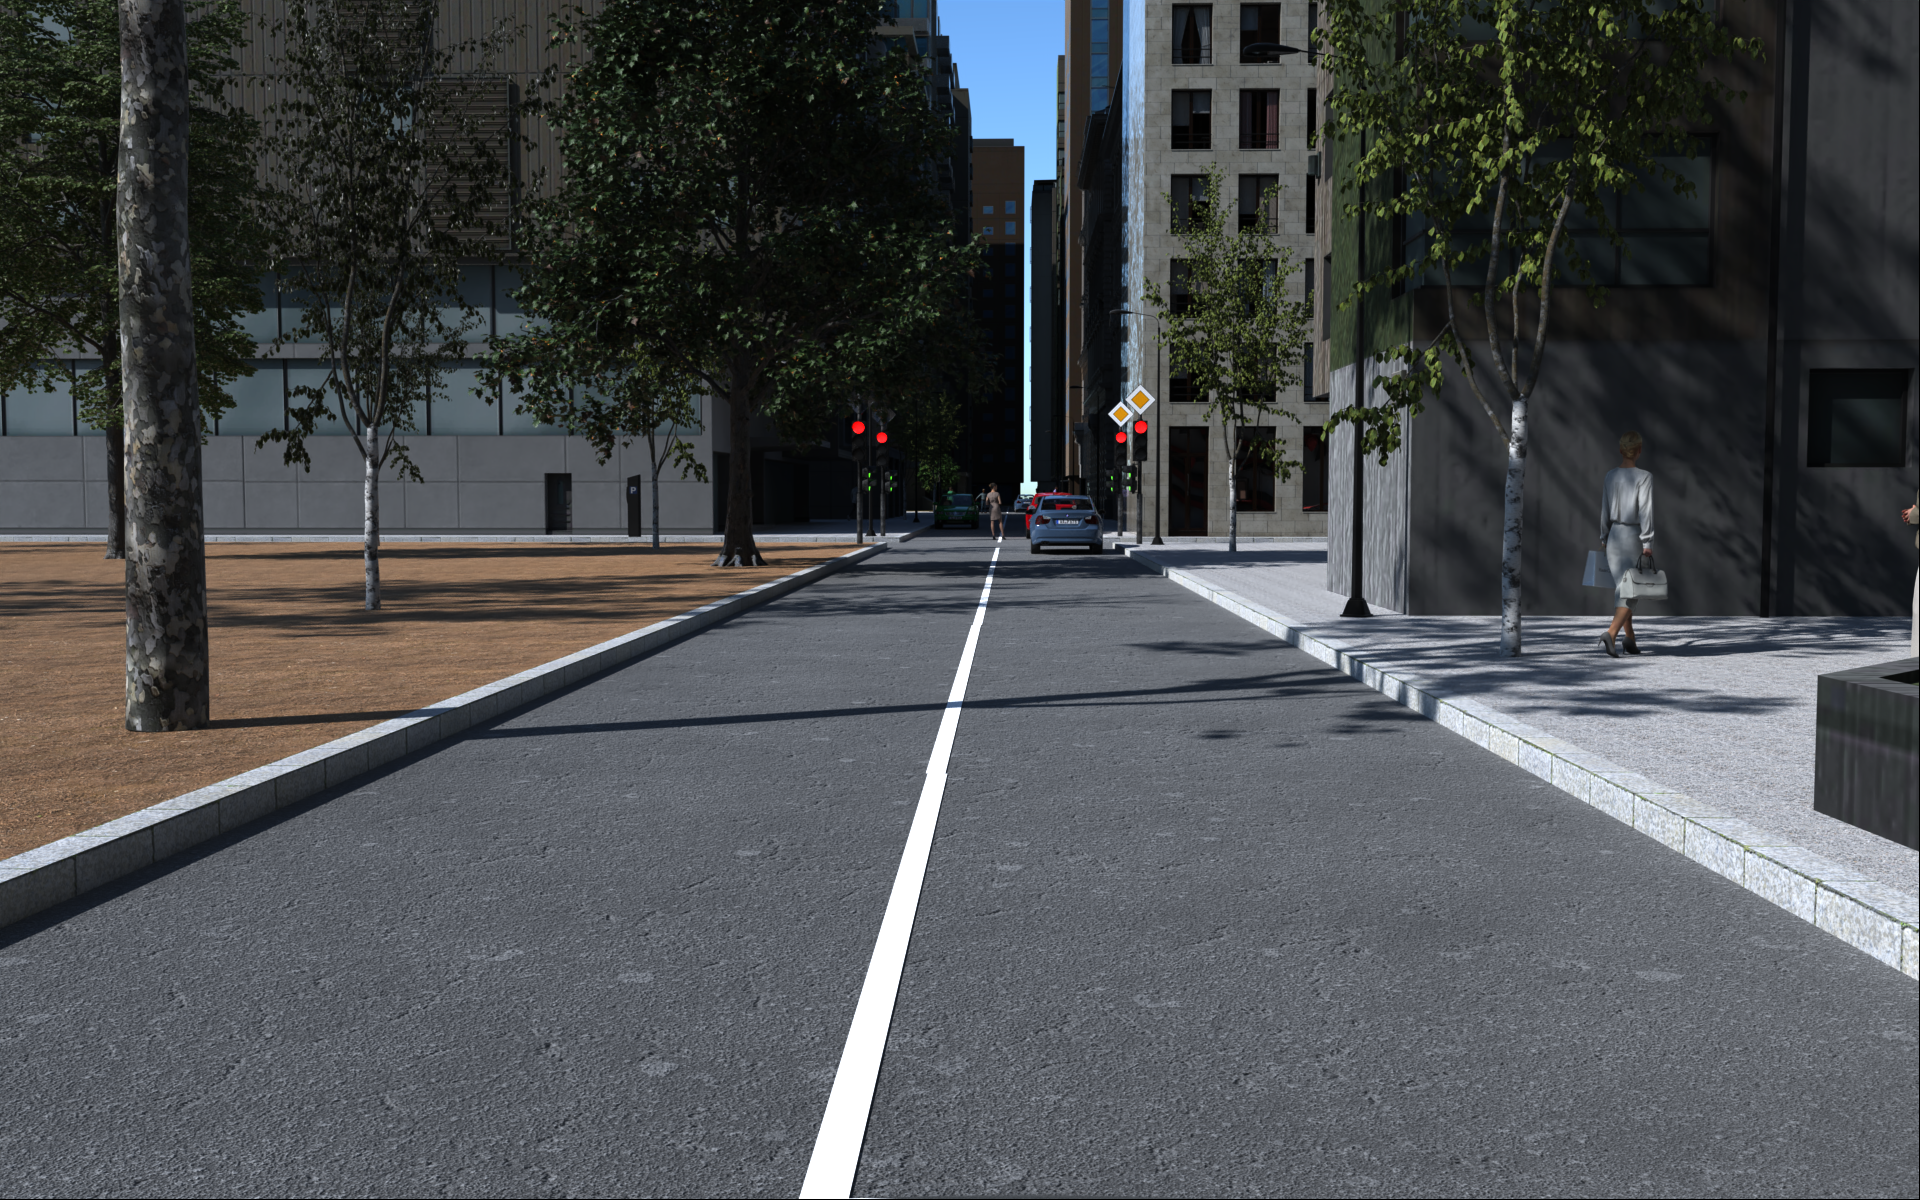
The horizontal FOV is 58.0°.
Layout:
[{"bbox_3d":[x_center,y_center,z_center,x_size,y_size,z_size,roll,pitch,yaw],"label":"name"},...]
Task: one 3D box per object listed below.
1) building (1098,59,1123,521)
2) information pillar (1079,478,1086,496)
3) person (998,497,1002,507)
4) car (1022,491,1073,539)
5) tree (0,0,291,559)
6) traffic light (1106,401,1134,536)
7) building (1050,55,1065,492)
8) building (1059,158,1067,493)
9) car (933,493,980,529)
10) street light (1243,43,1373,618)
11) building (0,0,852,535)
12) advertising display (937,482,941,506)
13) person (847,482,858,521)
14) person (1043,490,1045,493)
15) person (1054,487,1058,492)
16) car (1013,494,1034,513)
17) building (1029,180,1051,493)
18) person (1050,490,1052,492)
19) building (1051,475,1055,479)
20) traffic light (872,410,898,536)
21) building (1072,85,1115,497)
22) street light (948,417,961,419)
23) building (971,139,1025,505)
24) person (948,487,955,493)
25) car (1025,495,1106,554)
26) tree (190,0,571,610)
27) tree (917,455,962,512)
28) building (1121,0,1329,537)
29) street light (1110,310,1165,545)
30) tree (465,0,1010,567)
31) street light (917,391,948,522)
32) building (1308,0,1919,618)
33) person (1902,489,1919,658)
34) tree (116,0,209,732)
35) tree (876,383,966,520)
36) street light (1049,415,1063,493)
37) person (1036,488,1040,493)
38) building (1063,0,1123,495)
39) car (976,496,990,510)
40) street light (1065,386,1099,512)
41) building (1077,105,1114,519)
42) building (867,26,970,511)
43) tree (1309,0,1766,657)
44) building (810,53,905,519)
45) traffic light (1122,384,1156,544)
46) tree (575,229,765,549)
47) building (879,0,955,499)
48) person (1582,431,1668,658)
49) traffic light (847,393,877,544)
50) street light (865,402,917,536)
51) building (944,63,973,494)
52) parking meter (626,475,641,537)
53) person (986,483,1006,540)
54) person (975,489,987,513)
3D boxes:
[{"bbox_3d":[12.332,-14.645,75.600,11.583,22.565,21.152,0,4,2],"label":"building"},{"bbox_3d":[5.527,-4.491,77.926,0.304,2.012,0.304,0,4,1],"label":"information pillar"},{"bbox_3d":[4.102,-10.652,185.884,0.991,1.433,0.599,-1,4,-14],"label":"person"},{"bbox_3d":[3.095,-2.938,57.081,2.155,1.783,4.494,0,4,4],"label":"car"},{"bbox_3d":[-17.063,-7.106,34.306,7.486,12.596,7.792,0,3,0],"label":"tree"},{"bbox_3d":[4.833,-3.882,52.384,0.839,4.253,0.868,0,4,2],"label":"traffic light"},{"bbox_3d":[16.133,-29.445,165.025,14.154,41.232,14.086,0,4,2],"label":"building"},{"bbox_3d":[15.654,-23.213,151.238,14.160,30.474,14.107,0,4,2],"label":"building"},{"bbox_3d":[-0.123,-3.867,72.017,1.959,1.807,4.718,0,4,2],"label":"car"},{"bbox_3d":[3.617,-2.780,18.000,1.470,5.913,1.316,0,4,2],"label":"street light"},{"bbox_3d":[-18.416,-29.099,65.014,28.713,52.752,27.495,0,4,2],"label":"building"},{"bbox_3d":[-1.120,-5.262,91.255,0.123,1.923,0.974,0,4,5],"label":"advertising display"},{"bbox_3d":[-4.975,-4.670,82.245,0.795,1.843,0.661,-3,5,-42],"label":"person"},{"bbox_3d":[9.685,-11.775,199.277,1.217,1.736,0.721,0,4,-5],"label":"person"},{"bbox_3d":[7.272,-7.549,129.339,0.599,1.838,0.709,0,4,-2],"label":"person"},{"bbox_3d":[5.126,-7.540,135.275,2.014,1.417,4.499,0,3,0],"label":"car"},{"bbox_3d":[15.893,-32.692,218.107,14.086,41.232,14.154,0,4,2],"label":"building"},{"bbox_3d":[8.526,-9.526,162.723,0.436,1.711,0.756,-2,4,-32],"label":"person"},{"bbox_3d":[22.044,-34.714,187.187,23.786,49.044,30.456,0,4,2],"label":"building"},{"bbox_3d":[-2.326,-3.894,52.583,0.839,4.253,0.868,0,4,2],"label":"traffic light"},{"bbox_3d":[14.752,-20.227,116.620,13.634,28.700,20.117,0,4,2],"label":"building"},{"bbox_3d":[-0.623,-8.031,103.854,1.470,5.913,1.316,0,4,2],"label":"street light"},{"bbox_3d":[0.915,-34.721,217.806,14.200,45.320,14.600,0,4,2],"label":"building"},{"bbox_3d":[-0.662,-7.211,124.196,0.600,1.795,0.529,1,4,12],"label":"person"},{"bbox_3d":[2.610,-1.878,42.714,2.014,1.417,4.499,0,4,3],"label":"car"},{"bbox_3d":[-6.490,-4.210,19.202,4.360,8.622,3.978,0,3,0],"label":"tree"},{"bbox_3d":[-1.583,-8.726,126.382,4.285,4.588,4.351,0,3,0],"label":"tree"},{"bbox_3d":[14.022,-12.331,56.361,16.860,20.320,10.420,0,4,2],"label":"building"},{"bbox_3d":[4.467,-4.356,43.754,1.470,5.913,1.316,0,4,2],"label":"street light"},{"bbox_3d":[-3.836,-6.954,30.707,9.611,12.733,9.660,0,3,0],"label":"tree"},{"bbox_3d":[-1.434,-6.460,78.169,1.470,5.913,1.316,0,4,2],"label":"street light"},{"bbox_3d":[11.958,-15.430,23.977,14.160,30.474,14.107,0,4,2],"label":"building"},{"bbox_3d":[6.206,-0.273,11.051,0.362,1.759,0.519,2,4,30],"label":"person"},{"bbox_3d":[-5.554,-9.413,9.787,12.611,20.169,13.585,0,3,0],"label":"tree"},{"bbox_3d":[-2.550,-8.200,84.427,4.737,8.622,4.395,0,3,0],"label":"tree"},{"bbox_3d":[6.095,-7.875,101.297,1.470,5.913,1.316,0,4,2],"label":"street light"},{"bbox_3d":[4.672,-5.714,102.271,0.721,1.781,0.623,-3,4,-36],"label":"person"},{"bbox_3d":[15.330,-29.743,136.405,14.600,45.320,14.200,0,4,2],"label":"building"},{"bbox_3d":[2.102,-7.803,140.167,1.945,1.354,3.894,0,4,3],"label":"car"},{"bbox_3d":[5.381,-6.227,74.350,1.470,5.913,1.316,0,4,2],"label":"street light"},{"bbox_3d":[12.359,-16.343,96.090,11.050,23.489,19.941,0,4,2],"label":"building"},{"bbox_3d":[-15.450,-27.416,140.125,32.217,40.220,23.993,0,4,2],"label":"building"},{"bbox_3d":[4.441,-3.872,13.663,4.737,8.622,4.395,0,3,0],"label":"tree"},{"bbox_3d":[-13.576,-40.248,96.313,20.563,71.187,20.611,0,4,2],"label":"building"},{"bbox_3d":[4.592,-3.393,44.402,0.839,4.253,0.868,0,4,2],"label":"traffic light"},{"bbox_3d":[-6.900,-5.498,40.249,4.737,8.622,4.395,0,3,0],"label":"tree"},{"bbox_3d":[-11.848,-33.481,167.022,23.786,49.044,30.456,0,4,2],"label":"building"},{"bbox_3d":[5.236,-0.447,13.698,0.624,1.780,0.694,-1,4,-18],"label":"person"},{"bbox_3d":[-2.567,-3.406,44.602,0.839,4.253,0.868,0,4,2],"label":"traffic light"},{"bbox_3d":[-2.168,-4.889,52.482,1.470,5.913,1.316,0,4,2],"label":"street light"},{"bbox_3d":[-9.472,-34.811,192.856,21.600,48.544,21.300,0,4,2],"label":"building"},{"bbox_3d":[-9.780,-2.826,51.914,0.399,1.863,0.255,0,4,0],"label":"parking meter"},{"bbox_3d":[1.131,-2.785,54.373,0.599,1.781,0.374,1,4,20],"label":"person"},{"bbox_3d":[1.796,-7.472,130.746,1.350,1.814,0.705,-1,4,-12],"label":"person"}]
